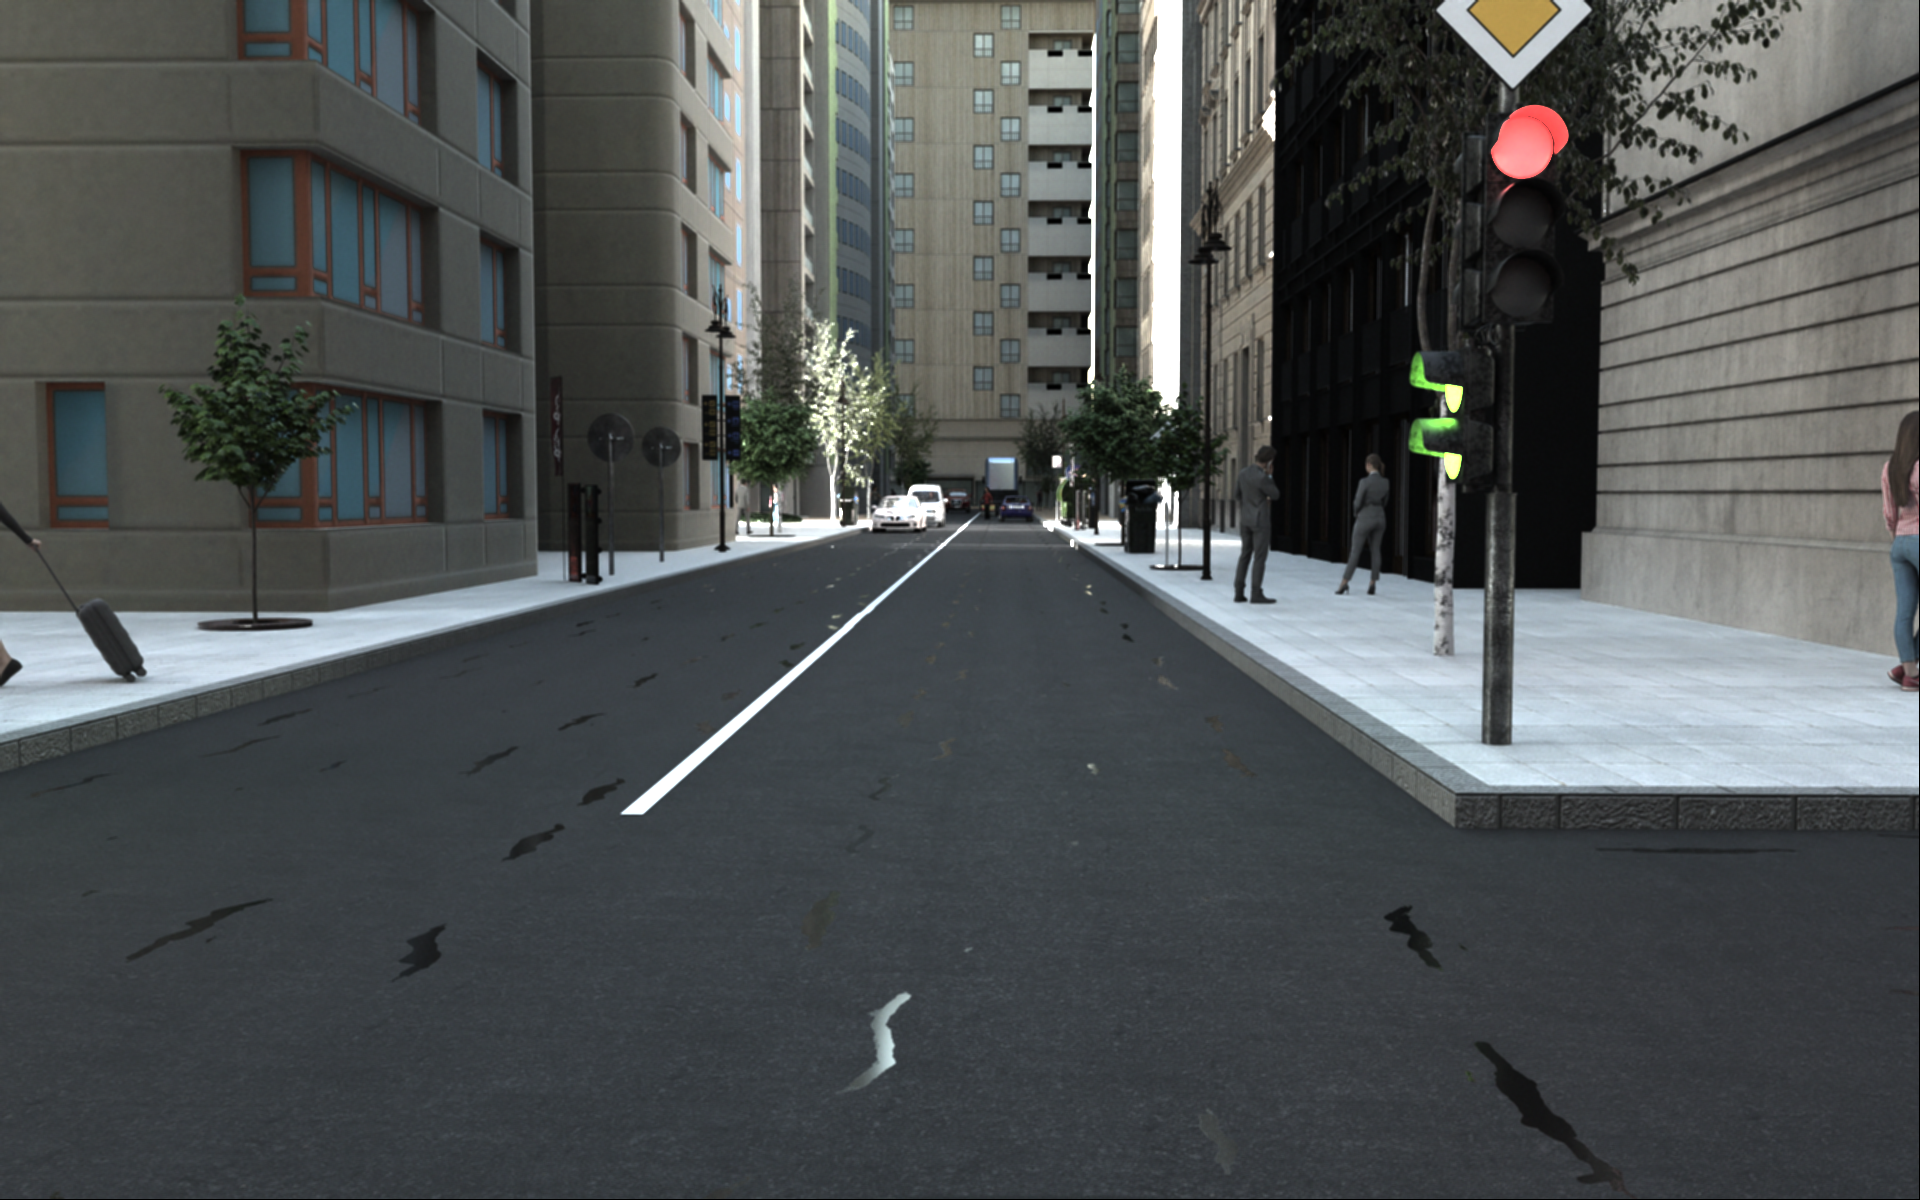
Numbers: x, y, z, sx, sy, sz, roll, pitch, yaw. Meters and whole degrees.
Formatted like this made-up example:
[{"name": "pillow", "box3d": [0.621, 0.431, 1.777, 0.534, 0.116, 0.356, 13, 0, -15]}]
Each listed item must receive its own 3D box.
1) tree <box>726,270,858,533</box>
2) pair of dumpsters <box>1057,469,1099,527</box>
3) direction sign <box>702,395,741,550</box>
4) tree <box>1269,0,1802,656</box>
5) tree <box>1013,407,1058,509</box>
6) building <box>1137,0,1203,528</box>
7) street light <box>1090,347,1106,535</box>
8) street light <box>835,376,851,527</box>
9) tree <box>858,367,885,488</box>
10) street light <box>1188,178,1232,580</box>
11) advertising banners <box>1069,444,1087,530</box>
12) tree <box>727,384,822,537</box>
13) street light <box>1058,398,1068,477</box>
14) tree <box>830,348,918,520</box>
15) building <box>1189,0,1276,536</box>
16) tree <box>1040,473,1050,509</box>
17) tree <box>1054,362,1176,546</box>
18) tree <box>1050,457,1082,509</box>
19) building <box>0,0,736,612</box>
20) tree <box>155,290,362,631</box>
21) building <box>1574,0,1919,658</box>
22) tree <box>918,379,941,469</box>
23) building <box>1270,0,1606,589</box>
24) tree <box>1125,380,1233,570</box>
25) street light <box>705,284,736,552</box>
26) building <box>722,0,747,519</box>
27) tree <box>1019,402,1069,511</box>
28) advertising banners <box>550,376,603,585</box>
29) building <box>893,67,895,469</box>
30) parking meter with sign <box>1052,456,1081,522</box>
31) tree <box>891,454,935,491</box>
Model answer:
[{"name": "tree", "box3d": [-5.977, -6.566, 57.723, 4.360, 8.622, 3.978, 0, 3, 0]}, {"name": "pair of dumpsters", "box3d": [4.719, -4.073, 69.091, 1.574, 2.255, 4.437, 0, 4, 1]}, {"name": "direction sign", "box3d": [-5.479, -2.925, 39.815, 0.876, 3.537, 0.379, -1, 4, -18]}, {"name": "tree", "box3d": [4.092, -3.864, 13.532, 4.360, 8.622, 3.978, 0, 3, 0]}, {"name": "tree", "box3d": [6.472, -11.937, 145.537, 4.737, 8.622, 4.395, 0, 3, 0]}, {"name": "building", "box3d": [14.363, -15.634, 73.631, 12.078, 24.808, 19.932, 0, 4, 1]}, {"name": "street light", "box3d": [4.322, -5.008, 54.668, 0.468, 5.910, 1.993, 0, 4, 1]}, {"name": "street light", "box3d": [-4.561, -5.800, 67.622, 0.468, 5.910, 1.993, 0, 4, 1]}, {"name": "tree", "box3d": [-5.234, -7.450, 72.167, 4.360, 8.622, 3.978, 0, 3, 0]}, {"name": "street light", "box3d": [3.694, -3.241, 25.775, 0.468, 5.910, 1.993, 0, 4, 1]}, {"name": "advertising banners", "box3d": [4.179, -3.987, 61.369, 0.090, 3.025, 2.074, 1, 4, 21]}, {"name": "tree", "box3d": [-5.711, -4.180, 52.053, 4.285, 4.588, 4.351, 0, 3, 0]}, {"name": "street light", "box3d": [4.993, -6.775, 83.559, 0.468, 5.910, 1.993, 0, 4, 1]}, {"name": "tree", "box3d": [-4.635, -8.380, 87.367, 4.737, 8.622, 4.395, 0, 3, 0]}, {"name": "building", "box3d": [14.126, -15.508, 50.820, 12.463, 27.353, 25.104, 0, 4, 1]}, {"name": "tree", "box3d": [7.915, -9.711, 153.381, 1.663, 3.219, 1.824, 0, 3, 0]}, {"name": "tree", "box3d": [4.066, -3.647, 43.337, 4.285, 4.588, 4.351, 0, 3, 0]}, {"name": "tree", "box3d": [5.749, -5.585, 85.916, 1.663, 3.219, 1.824, 0, 3, 0]}, {"name": "building", "box3d": [-20.335, -11.490, 32.906, 27.650, 21.520, 28.899, 0, 4, 1]}, {"name": "tree", "box3d": [-6.931, -1.350, 16.672, 1.663, 3.219, 1.824, 0, 3, 0]}, {"name": "building", "box3d": [16.495, -9.231, 15.557, 19.286, 19.102, 10.561, 0, 4, 1]}, {"name": "tree", "box3d": [-3.376, -9.711, 109.137, 4.737, 8.622, 4.395, 0, 3, 0]}, {"name": "building", "box3d": [12.981, -12.285, 30.531, 12.332, 23.373, 15.834, 0, 4, 1]}, {"name": "tree", "box3d": [3.874, -2.133, 29.468, 1.663, 3.219, 1.824, 0, 3, 0]}, {"name": "street light", "box3d": [-5.278, -4.009, 38.330, 0.468, 5.910, 1.993, 0, 4, 1]}, {"name": "building", "box3d": [-15.639, -25.166, 61.570, 14.600, 45.320, 14.200, 0, 4, 1]}, {"name": "tree", "box3d": [6.820, -11.255, 134.384, 4.360, 8.622, 3.978, 0, 3, 0]}, {"name": "advertising banners", "box3d": [-5.623, -1.778, 25.263, 0.090, 3.025, 2.074, -2, 4, -31]}, {"name": "building", "box3d": [-12.758, -28.505, 149.651, 14.086, 41.232, 14.154, 0, 4, 1]}, {"name": "parking meter with sign", "box3d": [4.936, -5.072, 79.195, 0.543, 3.016, 1.738, 3, 4, 39]}, {"name": "tree", "box3d": [-3.605, -9.151, 133.340, 4.285, 4.588, 4.351, 0, 3, 0]}]
